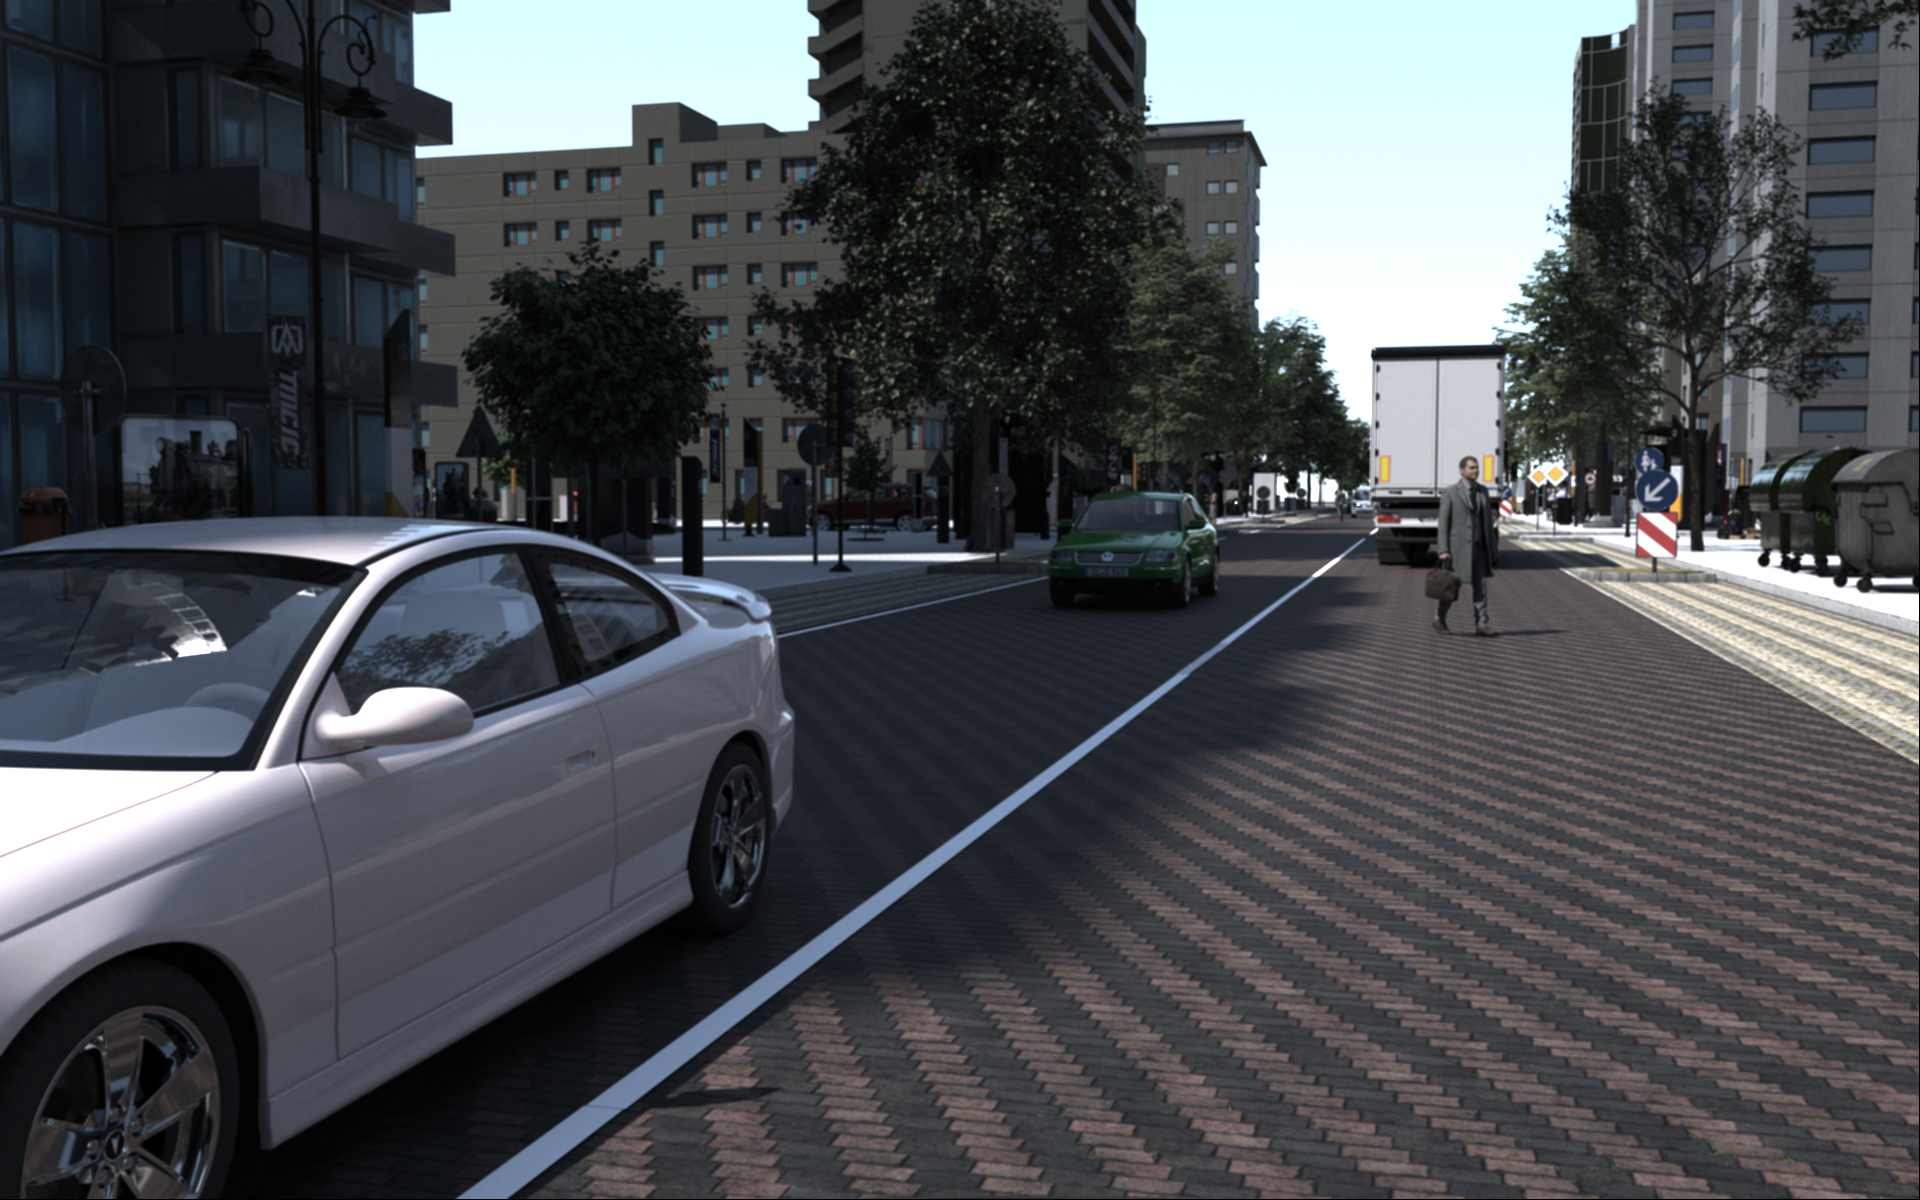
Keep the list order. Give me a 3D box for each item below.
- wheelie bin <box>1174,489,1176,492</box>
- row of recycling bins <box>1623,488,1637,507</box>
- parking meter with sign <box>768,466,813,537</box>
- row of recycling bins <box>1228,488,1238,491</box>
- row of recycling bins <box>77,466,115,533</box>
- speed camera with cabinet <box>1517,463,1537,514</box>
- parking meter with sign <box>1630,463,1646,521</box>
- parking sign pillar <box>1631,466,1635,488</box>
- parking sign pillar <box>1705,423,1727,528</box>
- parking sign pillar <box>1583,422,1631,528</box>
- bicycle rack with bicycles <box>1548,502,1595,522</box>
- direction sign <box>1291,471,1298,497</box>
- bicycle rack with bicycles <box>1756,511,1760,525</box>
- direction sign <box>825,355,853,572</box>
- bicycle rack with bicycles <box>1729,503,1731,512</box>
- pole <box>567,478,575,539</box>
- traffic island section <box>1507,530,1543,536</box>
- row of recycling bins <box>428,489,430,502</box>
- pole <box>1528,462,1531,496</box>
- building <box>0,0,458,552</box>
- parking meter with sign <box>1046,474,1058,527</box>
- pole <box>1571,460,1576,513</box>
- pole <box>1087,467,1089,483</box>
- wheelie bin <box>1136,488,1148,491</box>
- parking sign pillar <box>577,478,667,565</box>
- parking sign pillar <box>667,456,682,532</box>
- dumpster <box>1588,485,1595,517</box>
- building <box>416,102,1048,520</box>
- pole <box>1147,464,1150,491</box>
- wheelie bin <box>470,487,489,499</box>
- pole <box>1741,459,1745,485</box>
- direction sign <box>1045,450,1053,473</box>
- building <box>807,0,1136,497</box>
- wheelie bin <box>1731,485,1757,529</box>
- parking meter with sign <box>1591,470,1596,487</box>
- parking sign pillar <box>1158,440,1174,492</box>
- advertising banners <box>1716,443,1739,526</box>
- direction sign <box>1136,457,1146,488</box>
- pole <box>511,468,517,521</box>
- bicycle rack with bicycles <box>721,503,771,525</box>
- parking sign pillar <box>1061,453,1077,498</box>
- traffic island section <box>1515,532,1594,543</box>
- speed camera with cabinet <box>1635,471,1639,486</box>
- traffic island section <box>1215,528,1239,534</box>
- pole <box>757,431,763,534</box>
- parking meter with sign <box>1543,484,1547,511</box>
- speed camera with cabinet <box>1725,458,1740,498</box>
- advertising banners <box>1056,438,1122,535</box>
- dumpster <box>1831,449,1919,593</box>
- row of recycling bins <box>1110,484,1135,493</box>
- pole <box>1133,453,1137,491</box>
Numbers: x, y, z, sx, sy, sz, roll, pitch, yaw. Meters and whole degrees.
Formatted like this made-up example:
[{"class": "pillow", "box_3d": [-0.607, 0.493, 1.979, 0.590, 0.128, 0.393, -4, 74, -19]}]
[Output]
[{"class": "wheelie bin", "box_3d": [14.038, -6.529, 114.652, 0.980, 1.594, 0.693, -3, 5, -45]}, {"class": "row of recycling bins", "box_3d": [43.007, -6.362, 111.135, 1.069, 1.692, 3.534, 2, 4, 23]}, {"class": "parking meter with sign", "box_3d": [-5.062, -3.443, 52.547, 0.543, 3.016, 1.738, 3, 5, 41]}, {"class": "row of recycling bins", "box_3d": [18.605, -7.020, 121.889, 1.069, 1.692, 3.534, -1, 4, -17]}, {"class": "row of recycling bins", "box_3d": [-12.767, -1.203, 26.787, 1.069, 1.692, 3.534, -1, 4, -13]}, {"class": "speed camera with cabinet", "box_3d": [36.469, -7.125, 110.828, 2.038, 3.252, 0.660, -3, 5, -40]}, {"class": "parking meter with sign", "box_3d": [33.273, -5.335, 83.489, 1.738, 3.016, 0.543, 1, 4, 19]}, {"class": "parking sign pillar", "box_3d": [44.201, -7.753, 115.241, 1.447, 3.967, 1.447, -3, 5, -44]}, {"class": "parking sign pillar", "box_3d": [28.955, -4.766, 66.404, 1.447, 3.967, 1.447, 0, 4, 8]}, {"class": "parking sign pillar", "box_3d": [24.453, -4.728, 65.776, 1.447, 3.967, 1.447, 1, 4, 12]}, {"class": "bicycle rack with bicycles", "box_3d": [28.327, -4.040, 79.434, 2.925, 0.926, 2.852, 1, 4, 9]}, {"class": "direction sign", "box_3d": [26.288, -8.816, 136.143, 0.379, 3.537, 0.876, -1, 4, -20]}, {"class": "bicycle rack with bicycles", "box_3d": [37.351, -3.976, 78.389, 2.925, 0.926, 2.852, -1, 4, -17]}, {"class": "direction sign", "box_3d": [-1.978, -2.240, 28.619, 0.379, 3.537, 0.876, 2, 4, 23]}, {"class": "bicycle rack with bicycles", "box_3d": [30.877, -3.678, 73.521, 2.852, 0.926, 2.925, 3, 5, 43]}, {"class": "pole", "box_3d": [-10.961, -3.356, 48.715, 0.158, 3.312, 0.155, 0, 3, 0]}, {"class": "traffic island section", "box_3d": [20.129, -2.325, 60.293, 2.009, 0.180, 2.903, 1, 4, 15]}, {"class": "row of recycling bins", "box_3d": [-43.178, -8.404, 144.525, 1.069, 1.692, 3.534, 3, 4, 39]}, {"class": "pole", "box_3d": [35.817, -7.048, 109.073, 0.158, 3.312, 0.155, 0, 3, 0]}, {"class": "building", "box_3d": [-29.358, -25.690, 39.646, 30.456, 49.044, 23.786, 1, 4, 15]}, {"class": "parking meter with sign", "box_3d": [3.461, -4.313, 66.771, 1.738, 3.016, 0.543, 1, 4, 12]}, {"class": "pole", "box_3d": [37.183, -6.797, 104.966, 0.158, 3.312, 0.155, 0, 3, 0]}, {"class": "pole", "box_3d": [8.678, -7.565, 117.537, 0.158, 3.312, 0.155, 0, 3, 0]}, {"class": "wheelie bin", "box_3d": [9.964, -5.343, 95.262, 0.980, 1.594, 0.693, 1, 4, 17]}, {"class": "parking sign pillar", "box_3d": [-6.348, -2.650, 31.807, 1.447, 3.967, 1.447, 0, 4, 5]}, {"class": "parking sign pillar", "box_3d": [-9.958, -4.302, 58.812, 1.447, 3.967, 1.447, 0, 4, 1]}, {"class": "dumpster", "box_3d": [35.886, -5.581, 97.006, 1.264, 1.857, 1.865, 1, 4, 15]}, {"class": "building", "box_3d": [-11.279, -15.583, 99.828, 27.650, 21.520, 28.899, 1, 4, 15]}, {"class": "pole", "box_3d": [12.598, -7.463, 115.866, 0.158, 3.312, 0.155, 0, 3, 0]}, {"class": "wheelie bin", "box_3d": [-22.559, -4.492, 81.357, 0.693, 1.594, 0.980, 1, 4, 14]}, {"class": "pole", "box_3d": [44.917, -6.458, 99.434, 0.158, 3.312, 0.155, 0, 3, 0]}, {"class": "direction sign", "box_3d": [4.533, -5.944, 89.184, 0.379, 3.537, 0.876, -2, 4, -28]}, {"class": "building", "box_3d": [0.904, -30.973, 130.105, 21.300, 48.544, 21.600, 1, 4, 15]}, {"class": "wheelie bin", "box_3d": [28.556, -3.362, 62.878, 0.980, 1.594, 0.693, 0, 4, -3]}, {"class": "parking meter with sign", "box_3d": [45.476, -7.836, 124.374, 0.543, 3.016, 1.738, 3, 4, 36]}, {"class": "parking sign pillar", "box_3d": [10.411, -6.045, 87.309, 1.447, 3.967, 1.447, 2, 4, 25]}, {"class": "advertising banners", "box_3d": [26.282, -3.863, 59.344, 0.090, 3.025, 2.074, 0, 4, 4]}, {"class": "direction sign", "box_3d": [11.044, -6.946, 105.566, 0.379, 3.537, 0.876, -2, 4, -34]}, {"class": "pole", "box_3d": [-18.462, -4.759, 71.651, 0.158, 3.312, 0.155, 0, 3, 0]}, {"class": "bicycle rack with bicycles", "box_3d": [-8.860, -3.641, 72.913, 2.852, 0.926, 2.925, 3, 5, 45]}, {"class": "parking sign pillar", "box_3d": [7.026, -7.638, 113.358, 1.447, 3.967, 1.447, 3, 5, 41]}, {"class": "traffic island section", "box_3d": [18.062, -1.853, 52.579, 2.009, 0.180, 2.903, 1, 4, 15]}, {"class": "speed camera with cabinet", "box_3d": [47.499, -7.658, 119.542, 0.660, 3.252, 2.038, -3, 4, -38]}, {"class": "traffic island section", "box_3d": [9.078, -2.506, 63.249, 2.009, 0.180, 2.903, 1, 4, 15]}, {"class": "pole", "box_3d": [-6.450, -3.788, 55.775, 0.158, 3.312, 0.155, 0, 3, 0]}, {"class": "parking meter with sign", "box_3d": [44.302, -8.289, 131.790, 1.738, 3.016, 0.543, 2, 4, 25]}, {"class": "speed camera with cabinet", "box_3d": [43.197, -6.171, 95.234, 2.038, 3.252, 0.660, 2, 4, 33]}, {"class": "advertising banners", "box_3d": [4.034, -3.549, 54.207, 2.074, 3.025, 0.090, 0, 4, 3]}, {"class": "dumpster", "box_3d": [12.436, -1.054, 22.999, 1.264, 1.857, 1.865, 1, 4, 15]}, {"class": "row of recycling bins", "box_3d": [6.636, -3.874, 70.445, 1.069, 1.692, 3.534, 0, 4, 3]}, {"class": "pole", "box_3d": [8.709, -5.655, 86.306, 0.158, 3.312, 0.155, 0, 3, 0]}]
